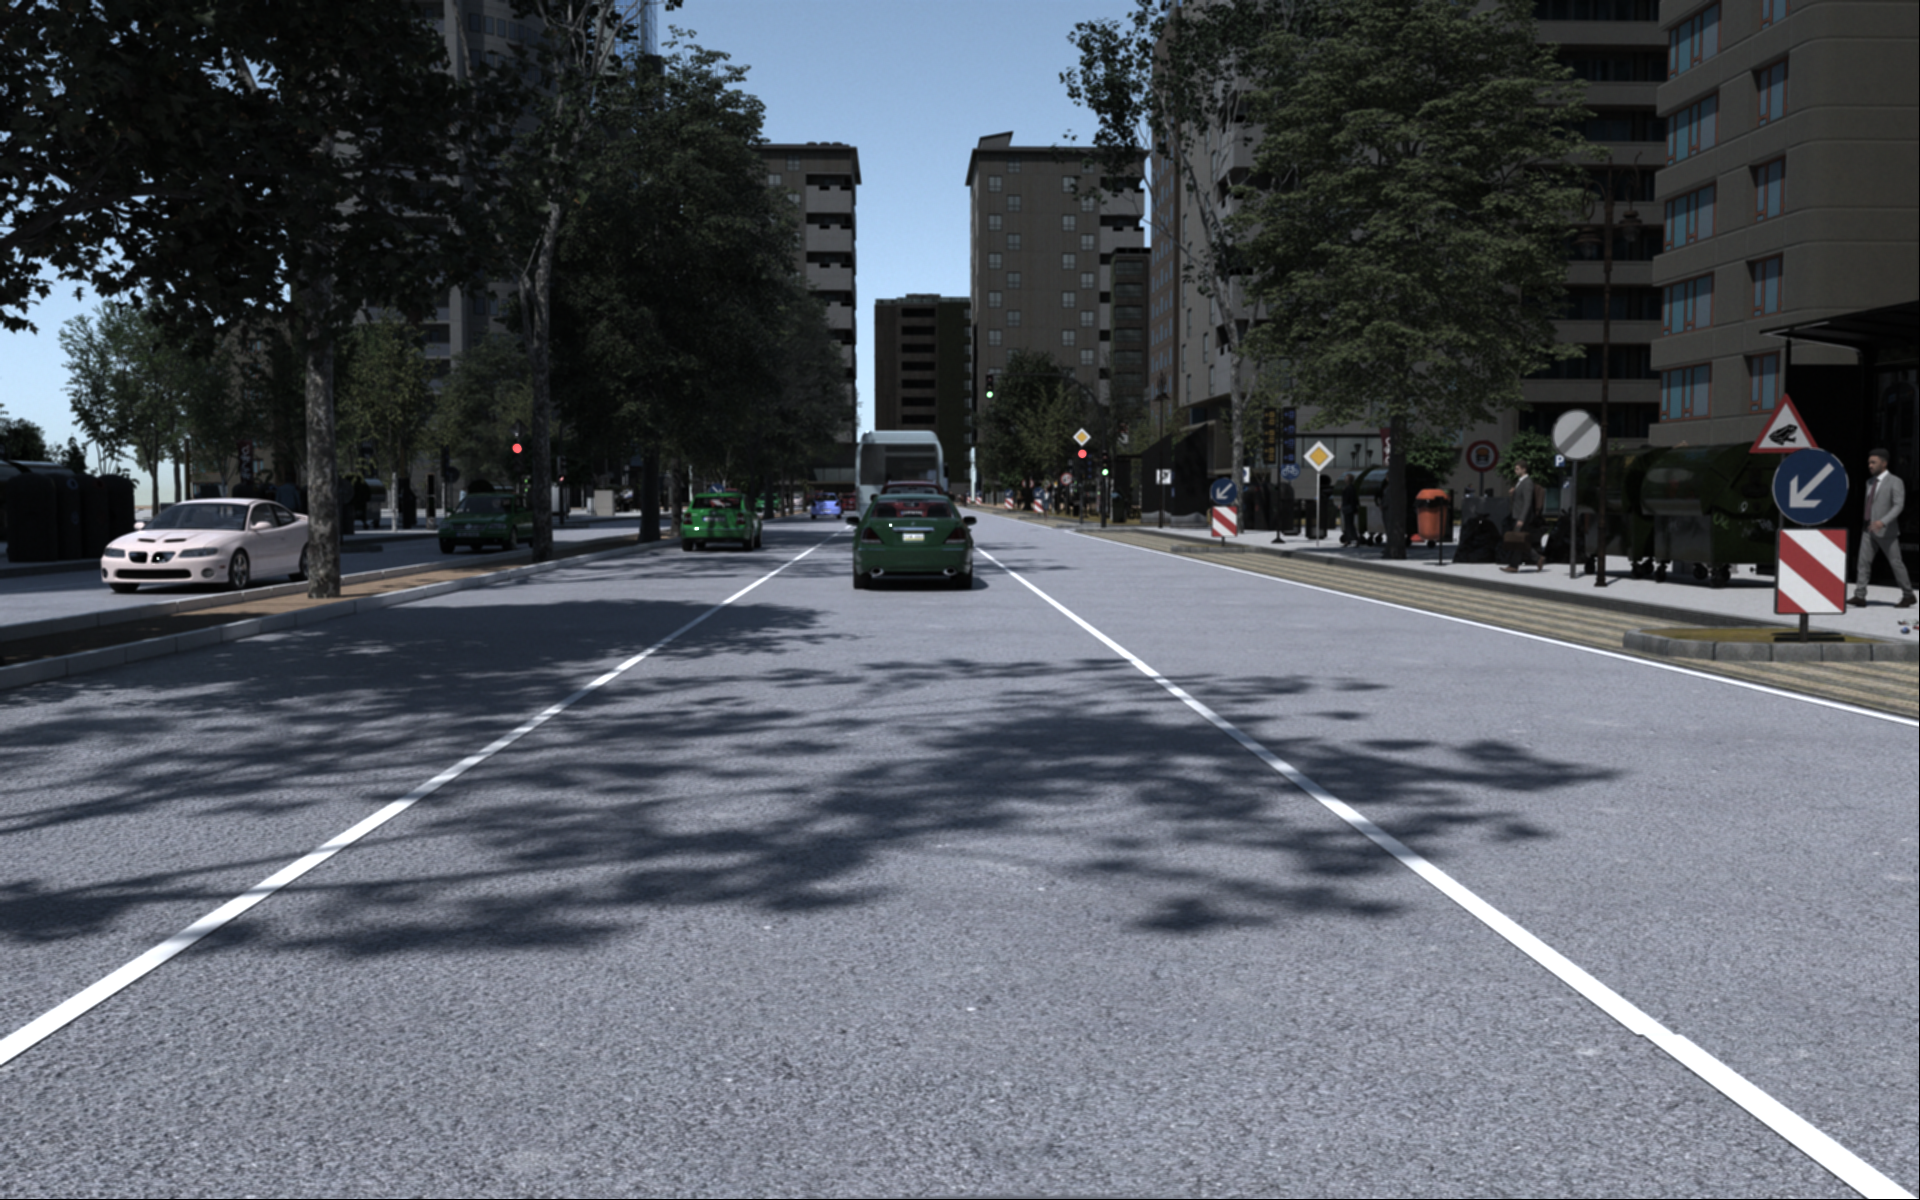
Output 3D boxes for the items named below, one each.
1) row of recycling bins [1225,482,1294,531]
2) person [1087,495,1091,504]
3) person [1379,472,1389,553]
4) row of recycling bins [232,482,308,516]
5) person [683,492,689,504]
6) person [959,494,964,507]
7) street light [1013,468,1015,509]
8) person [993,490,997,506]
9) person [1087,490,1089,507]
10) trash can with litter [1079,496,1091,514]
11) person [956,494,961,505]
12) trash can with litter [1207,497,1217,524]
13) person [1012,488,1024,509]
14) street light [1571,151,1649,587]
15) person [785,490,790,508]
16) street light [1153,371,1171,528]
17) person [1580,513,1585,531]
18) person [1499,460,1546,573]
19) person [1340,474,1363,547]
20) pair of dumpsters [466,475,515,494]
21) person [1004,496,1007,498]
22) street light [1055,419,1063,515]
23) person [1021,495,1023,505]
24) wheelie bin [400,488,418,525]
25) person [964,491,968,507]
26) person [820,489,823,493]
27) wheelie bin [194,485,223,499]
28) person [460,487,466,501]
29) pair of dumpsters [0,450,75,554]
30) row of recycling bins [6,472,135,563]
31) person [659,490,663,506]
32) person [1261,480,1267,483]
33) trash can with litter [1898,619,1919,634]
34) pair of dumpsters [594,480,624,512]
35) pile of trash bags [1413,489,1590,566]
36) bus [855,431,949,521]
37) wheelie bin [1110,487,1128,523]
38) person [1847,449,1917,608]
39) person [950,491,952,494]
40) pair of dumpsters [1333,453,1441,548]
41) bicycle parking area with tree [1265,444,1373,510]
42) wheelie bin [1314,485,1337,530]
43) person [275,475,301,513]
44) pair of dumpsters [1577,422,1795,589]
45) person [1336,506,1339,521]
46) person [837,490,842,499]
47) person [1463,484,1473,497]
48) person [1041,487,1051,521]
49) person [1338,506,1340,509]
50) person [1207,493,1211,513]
[{"bbox_3d":[10.565,-3.318,61.363,1.069,1.692,3.534,-2,4,-28],"label":"row of recycling bins"},{"bbox_3d":[16.447,-13.201,222.588,0.721,1.736,1.217,2,4,35],"label":"person"},{"bbox_3d":[9.257,-1.917,37.665,0.573,1.790,0.520,-2,4,-28],"label":"person"},{"bbox_3d":[-24.215,-3.335,61.638,1.069,1.692,3.534,3,4,36],"label":"row of recycling bins"},{"bbox_3d":[-35.827,-13.289,226.335,0.990,1.755,0.434,2,4,29],"label":"person"},{"bbox_3d":[0.270,-11.329,196.988,1.065,1.426,0.557,0,4,7],"label":"person"},{"bbox_3d":[4.639,-10.724,148.132,0.468,5.910,1.993,0,4,-2],"label":"street light"},{"bbox_3d":[3.822,-11.251,190.096,0.705,1.812,1.348,1,4,17],"label":"person"},{"bbox_3d":[12.758,-10.186,174.054,0.593,1.643,0.415,3,5,40],"label":"person"},{"bbox_3d":[8.402,-6.355,114.962,1.678,1.210,2.233,0,4,0],"label":"trash can with litter"},{"bbox_3d":[-0.080,-12.870,222.119,0.799,1.438,0.628,-3,5,-39],"label":"person"},{"bbox_3d":[11.118,-3.884,74.561,1.678,1.210,2.233,2,4,23],"label":"trash can with litter"},{"bbox_3d":[5.118,-8.899,151.628,1.348,1.812,0.705,-3,5,-41],"label":"person"},{"bbox_3d":[8.887,-3.123,23.842,0.468,5.910,1.993,0,4,-2],"label":"street light"},{"bbox_3d":[-17.580,-10.261,176.294,0.705,1.821,1.348,3,5,42],"label":"person"},{"bbox_3d":[7.553,-5.641,65.024,0.468,5.910,1.993,0,4,-2],"label":"street light"},{"bbox_3d":[15.426,-2.294,42.912,0.474,1.900,0.648,1,4,13],"label":"person"},{"bbox_3d":[9.162,-1.351,28.088,0.822,1.834,0.622,0,4,-1],"label":"person"},{"bbox_3d":[9.437,-2.158,41.755,0.534,1.772,0.576,0,4,6],"label":"person"},{"bbox_3d":[-23.443,-5.131,86.392,1.574,2.255,4.437,0,4,-2],"label":"pair of dumpsters"},{"bbox_3d":[6.149,-13.500,229.951,1.217,1.736,0.721,-3,5,-44],"label":"person"},{"bbox_3d":[6.077,-8.225,107.271,0.468,5.910,1.993,0,4,-2],"label":"street light"},{"bbox_3d":[7.251,-11.842,202.926,0.557,1.426,1.065,2,4,27],"label":"person"},{"bbox_3d":[-22.904,-3.920,72.005,0.693,1.594,0.980,-1,4,-13],"label":"wheelie bin"},{"bbox_3d":[0.712,-11.140,191.093,0.568,1.767,0.683,1,4,11],"label":"person"},{"bbox_3d":[-10.390,-7.447,130.597,0.374,1.781,0.599,-1,4,-21],"label":"person"},{"bbox_3d":[-26.656,-3.273,61.429,0.980,1.594,0.693,-3,5,-41],"label":"wheelie bin"},{"bbox_3d":[-34.816,-7.028,121.218,0.793,1.790,0.793,1,4,14],"label":"person"},{"bbox_3d":[-20.194,-2.075,36.414,1.574,2.255,4.437,0,4,-2],"label":"pair of dumpsters"},{"bbox_3d":[-17.516,-1.652,34.122,1.069,1.692,3.534,0,4,4],"label":"row of recycling bins"},{"bbox_3d":[-33.556,-11.475,194.384,0.721,1.736,1.217,-2,4,-31],"label":"person"},{"bbox_3d":[11.321,-3.571,64.460,0.581,1.822,0.654,1,4,18],"label":"person"},{"bbox_3d":[9.489,-0.299,15.939,1.678,1.210,2.233,0,4,4],"label":"trash can with litter"},{"bbox_3d":[-24.515,-7.232,120.740,1.574,2.255,4.437,0,4,-2],"label":"pair of dumpsters"},{"bbox_3d":[9.804,-1.347,31.777,3.447,1.369,1.912,-2,4,-24],"label":"pile of trash bags"},{"bbox_3d":[-1.812,-3.797,56.941,2.948,3.499,13.247,0,4,0],"label":"bus"},{"bbox_3d":[7.008,-4.192,76.453,0.693,1.594,0.980,1,4,15],"label":"wheelie bin"},{"bbox_3d":[10.397,-0.807,19.513,0.850,1.792,0.678,-1,4,-10],"label":"person"},{"bbox_3d":[-0.883,-10.311,177.997,0.530,1.710,0.541,1,4,19],"label":"person"},{"bbox_3d":[10.534,-2.468,42.840,1.574,2.255,4.437,0,4,-2],"label":"pair of dumpsters"},{"bbox_3d":[20.171,-6.894,99.726,8.231,4.147,9.016,2,4,30],"label":"bicycle parking area with tree"},{"bbox_3d":[13.339,-3.352,62.716,0.980,1.594,0.693,0,4,6],"label":"wheelie bin"},{"bbox_3d":[-17.613,-2.386,45.397,0.601,1.785,0.444,-1,4,-9],"label":"person"},{"bbox_3d":[10.593,-1.401,25.405,1.574,2.255,4.437,0,4,-2],"label":"pair of dumpsters"},{"bbox_3d":[17.654,-4.591,81.783,0.598,1.740,0.731,1,4,15],"label":"person"},{"bbox_3d":[-11.684,-9.842,169.413,0.705,1.824,1.348,2,4,35],"label":"person"},{"bbox_3d":[26.452,-5.138,90.153,0.679,1.850,0.850,-3,5,-40],"label":"person"},{"bbox_3d":[4.622,-5.138,92.529,0.581,1.822,0.654,1,4,19],"label":"person"},{"bbox_3d":[12.142,-2.943,54.077,0.656,1.842,0.836,1,4,15],"label":"person"},{"bbox_3d":[13.455,-5.242,92.498,0.760,1.731,0.466,-2,4,-24],"label":"person"}]
